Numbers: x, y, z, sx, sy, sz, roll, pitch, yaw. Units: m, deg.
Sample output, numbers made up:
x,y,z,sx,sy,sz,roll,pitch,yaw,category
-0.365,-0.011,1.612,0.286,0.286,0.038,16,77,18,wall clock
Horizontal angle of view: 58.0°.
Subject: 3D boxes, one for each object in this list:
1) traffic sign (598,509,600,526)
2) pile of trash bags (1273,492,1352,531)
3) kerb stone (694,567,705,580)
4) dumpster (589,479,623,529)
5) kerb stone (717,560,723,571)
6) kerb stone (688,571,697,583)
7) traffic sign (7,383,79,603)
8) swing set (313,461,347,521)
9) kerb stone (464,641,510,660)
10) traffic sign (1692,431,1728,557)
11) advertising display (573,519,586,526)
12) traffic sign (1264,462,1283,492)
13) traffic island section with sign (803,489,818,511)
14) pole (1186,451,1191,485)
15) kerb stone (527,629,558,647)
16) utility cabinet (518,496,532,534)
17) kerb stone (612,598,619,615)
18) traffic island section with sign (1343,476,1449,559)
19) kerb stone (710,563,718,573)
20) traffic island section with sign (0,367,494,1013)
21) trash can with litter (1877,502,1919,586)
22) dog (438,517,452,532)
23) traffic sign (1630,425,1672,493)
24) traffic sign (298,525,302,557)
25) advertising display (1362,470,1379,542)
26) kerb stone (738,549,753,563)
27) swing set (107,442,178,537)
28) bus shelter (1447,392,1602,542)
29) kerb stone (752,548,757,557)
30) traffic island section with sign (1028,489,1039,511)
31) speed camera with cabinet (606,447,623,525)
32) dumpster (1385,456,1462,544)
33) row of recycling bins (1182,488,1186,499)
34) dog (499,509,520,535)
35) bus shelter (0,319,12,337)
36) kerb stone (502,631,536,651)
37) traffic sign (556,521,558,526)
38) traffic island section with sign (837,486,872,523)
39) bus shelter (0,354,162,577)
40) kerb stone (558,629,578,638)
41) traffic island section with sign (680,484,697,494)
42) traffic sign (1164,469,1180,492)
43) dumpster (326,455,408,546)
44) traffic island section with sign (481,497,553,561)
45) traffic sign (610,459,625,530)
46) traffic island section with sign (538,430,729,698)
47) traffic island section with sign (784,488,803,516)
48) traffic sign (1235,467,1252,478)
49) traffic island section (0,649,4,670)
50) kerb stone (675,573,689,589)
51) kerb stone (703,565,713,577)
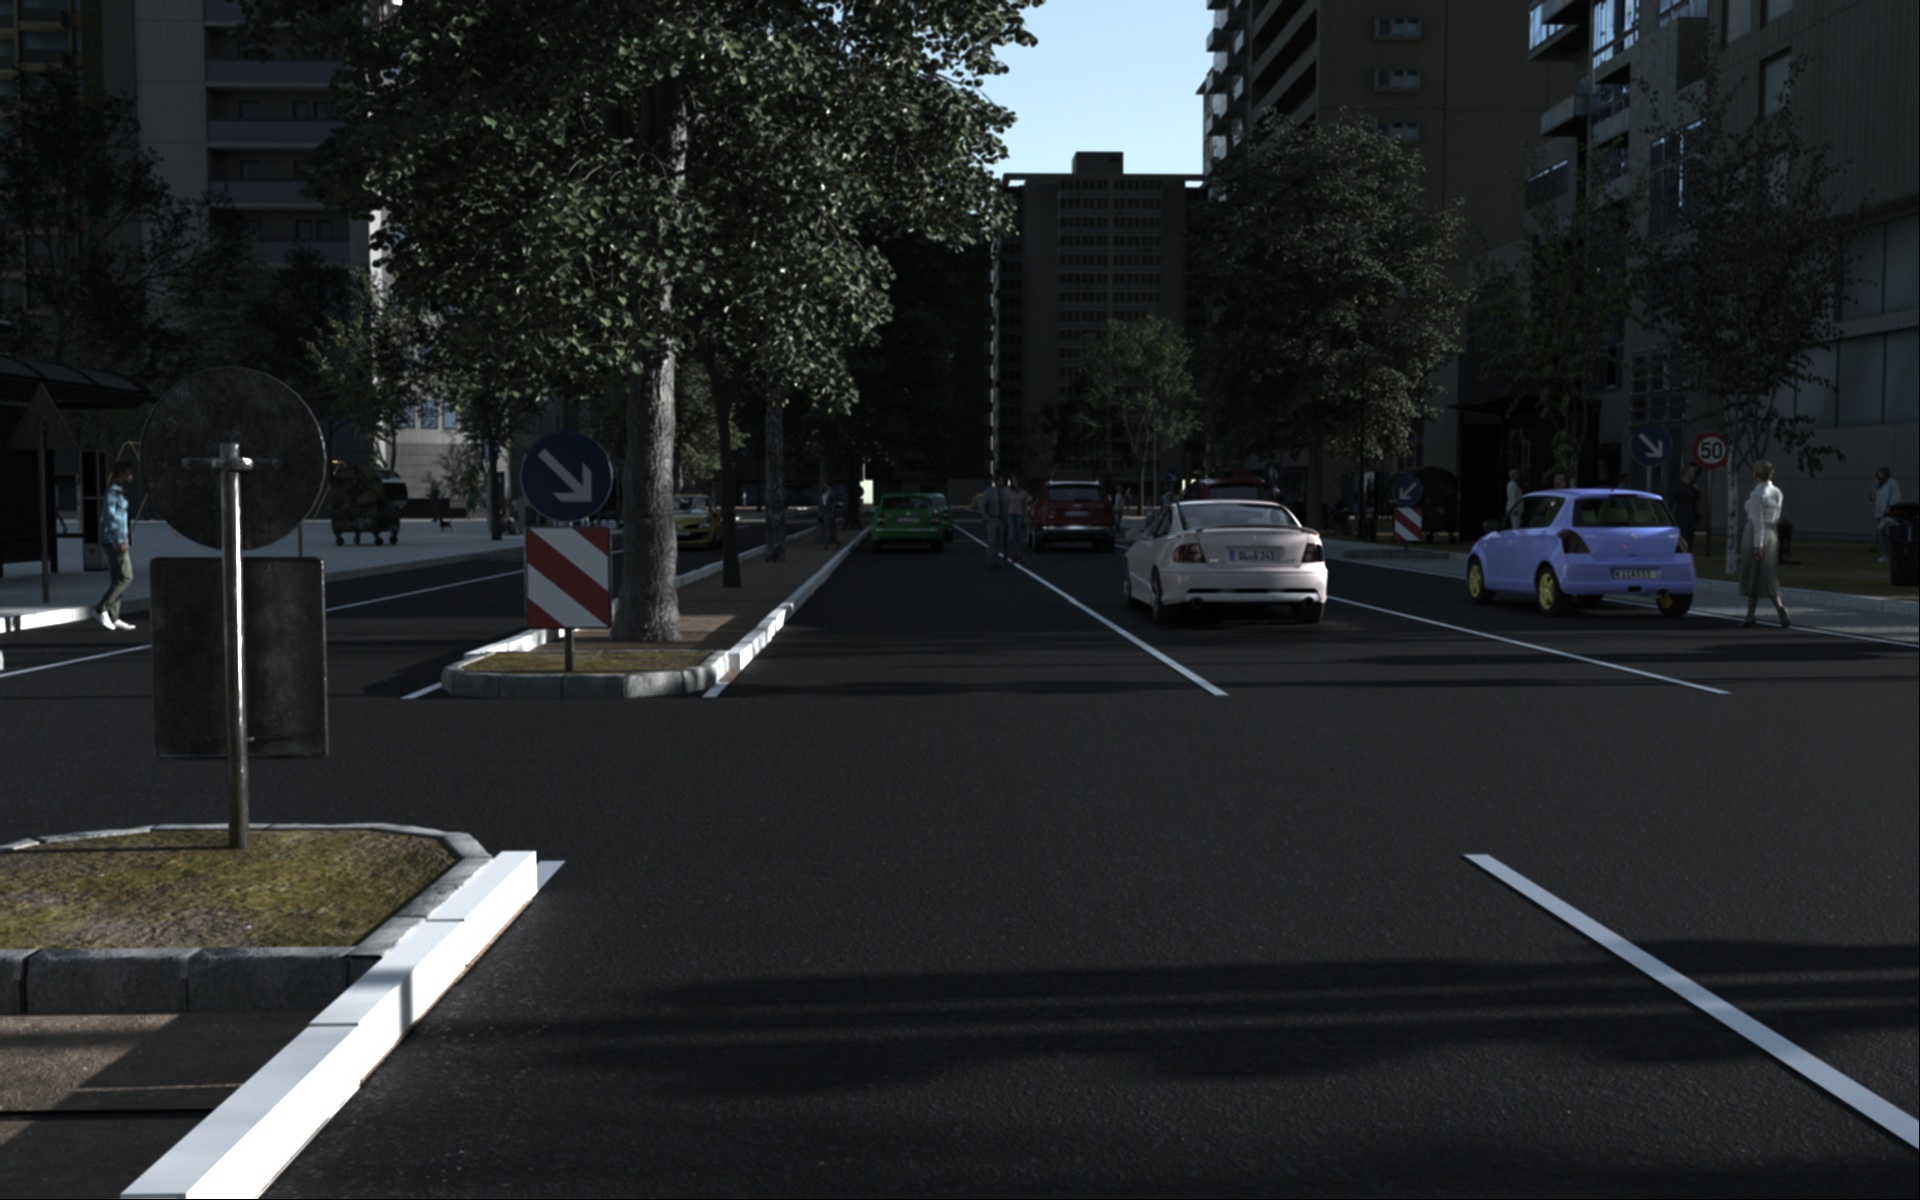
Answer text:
x,y,z,sx,sy,sz,roll,pitch,yaw,category
-12.659,-3.703,60.651,0.768,2.556,0.104,0,4,8,traffic sign
12.067,-3.113,60.642,1.912,1.369,3.447,-2,4,-34,pile of trash bags
-4.398,-0.403,28.781,0.120,0.150,1.000,0,4,-2,kerb stone
-12.885,-3.732,63.510,1.502,2.255,1.985,0,4,-2,dumpster
-4.510,-0.591,31.855,0.120,0.150,1.000,0,4,-2,kerb stone
-4.376,-0.333,27.751,0.120,0.150,1.000,0,4,-2,kerb stone
-10.788,-1.246,20.370,0.884,2.594,0.081,0,4,6,traffic sign
-29.623,-5.168,82.116,2.862,2.851,3.119,0,4,-5,swing set
-3.948,0.478,14.435,0.120,0.150,1.000,0,4,-2,kerb stone
15.289,-2.154,35.322,0.768,2.556,0.104,0,4,6,traffic sign
-14.568,-3.696,65.639,0.974,1.923,0.123,1,4,23,advertising display
12.467,-4.211,68.948,0.768,2.556,0.104,0,4,2,traffic sign
-12.598,-8.193,142.586,1.989,1.847,2.006,0,4,-2,traffic island section with sign
10.848,-5.410,82.302,0.158,3.312,0.155,0,3,0,pole
-4.015,0.350,16.478,0.120,0.150,1.000,0,4,-2,kerb stone
-13.678,-2.726,55.736,1.020,1.237,0.306,0,4,-6,utility cabinet
-4.143,0.103,20.582,0.120,0.150,1.000,0,4,-2,kerb stone
9.656,-1.835,38.628,1.989,1.847,2.006,0,4,-2,traffic island section with sign
-4.476,-0.528,30.824,0.120,0.150,1.000,0,4,-2,kerb stone
-2.610,0.150,5.681,2.006,1.907,1.989,0,4,-2,traffic island section with sign
13.404,-0.795,24.381,1.055,1.170,0.624,-3,5,-43,trash can with litter
-17.608,-2.593,59.223,0.540,0.507,0.406,-1,4,-9,dog
12.695,-1.945,31.913,0.768,2.556,0.104,0,4,2,traffic sign
-12.522,-2.006,32.808,0.884,2.594,0.081,0,4,1,traffic sign
11.054,-2.534,46.648,0.123,1.923,0.974,0,4,-5,advertising display
-4.700,-0.965,37.997,0.120,0.150,1.000,0,4,-2,kerb stone
-24.786,-3.401,53.232,2.862,2.851,3.119,0,4,0,swing set
13.922,-3.171,43.128,1.731,3.624,6.357,0,4,-2,bus shelter
-4.733,-1.030,39.030,0.120,0.150,1.000,0,4,-2,kerb stone
6.315,-8.220,143.018,1.989,1.847,2.006,0,4,-2,traffic island section with sign
-14.407,-4.820,73.149,0.660,3.252,2.038,3,4,36,speed camera with cabinet
12.000,-2.591,44.861,1.502,2.255,1.985,0,4,-2,dumpster
12.081,-4.850,86.417,1.069,1.692,3.534,-1,4,-18,row of recycling bins
-14.054,-2.442,54.308,0.800,0.831,0.513,-1,4,-8,dog
-12.277,-2.367,16.334,2.179,5.291,8.768,0,4,-2,bus shelter
-3.972,0.417,15.457,0.120,0.150,1.000,0,4,-2,kerb stone
-12.837,-3.371,55.112,0.884,2.594,0.081,0,4,4,traffic sign
-5.247,-4.896,88.185,2.006,1.907,1.989,0,4,-2,traffic island section with sign
-14.009,-1.948,25.767,2.014,3.302,5.546,0,4,-2,bus shelter
-4.039,0.291,17.500,0.120,0.150,1.000,0,4,-2,kerb stone
-10.126,-3.434,64.782,1.989,1.847,2.006,0,4,-2,traffic island section with sign
10.571,-5.278,86.393,0.768,2.556,0.104,0,4,7,traffic sign
-14.882,-2.506,43.460,1.502,2.255,1.985,0,4,-2,dumpster
-9.250,-1.787,37.841,1.989,1.847,2.006,0,4,-2,traffic island section with sign
-12.240,-3.787,62.022,0.768,2.556,0.104,0,4,7,traffic sign
-2.837,-0.303,13.085,2.006,1.907,1.989,0,4,-2,traffic island section with sign
-11.742,-6.545,115.645,1.989,1.847,2.006,0,4,-2,traffic island section with sign
13.573,-5.071,83.016,0.768,2.556,0.104,0,4,0,traffic sign
-8.794,0.553,13.239,2.009,0.180,2.903,0,4,-2,traffic island section
-4.341,-0.277,26.724,0.120,0.150,1.000,0,4,-2,kerb stone
-4.418,-0.456,29.804,0.120,0.150,1.000,0,4,-2,kerb stone
